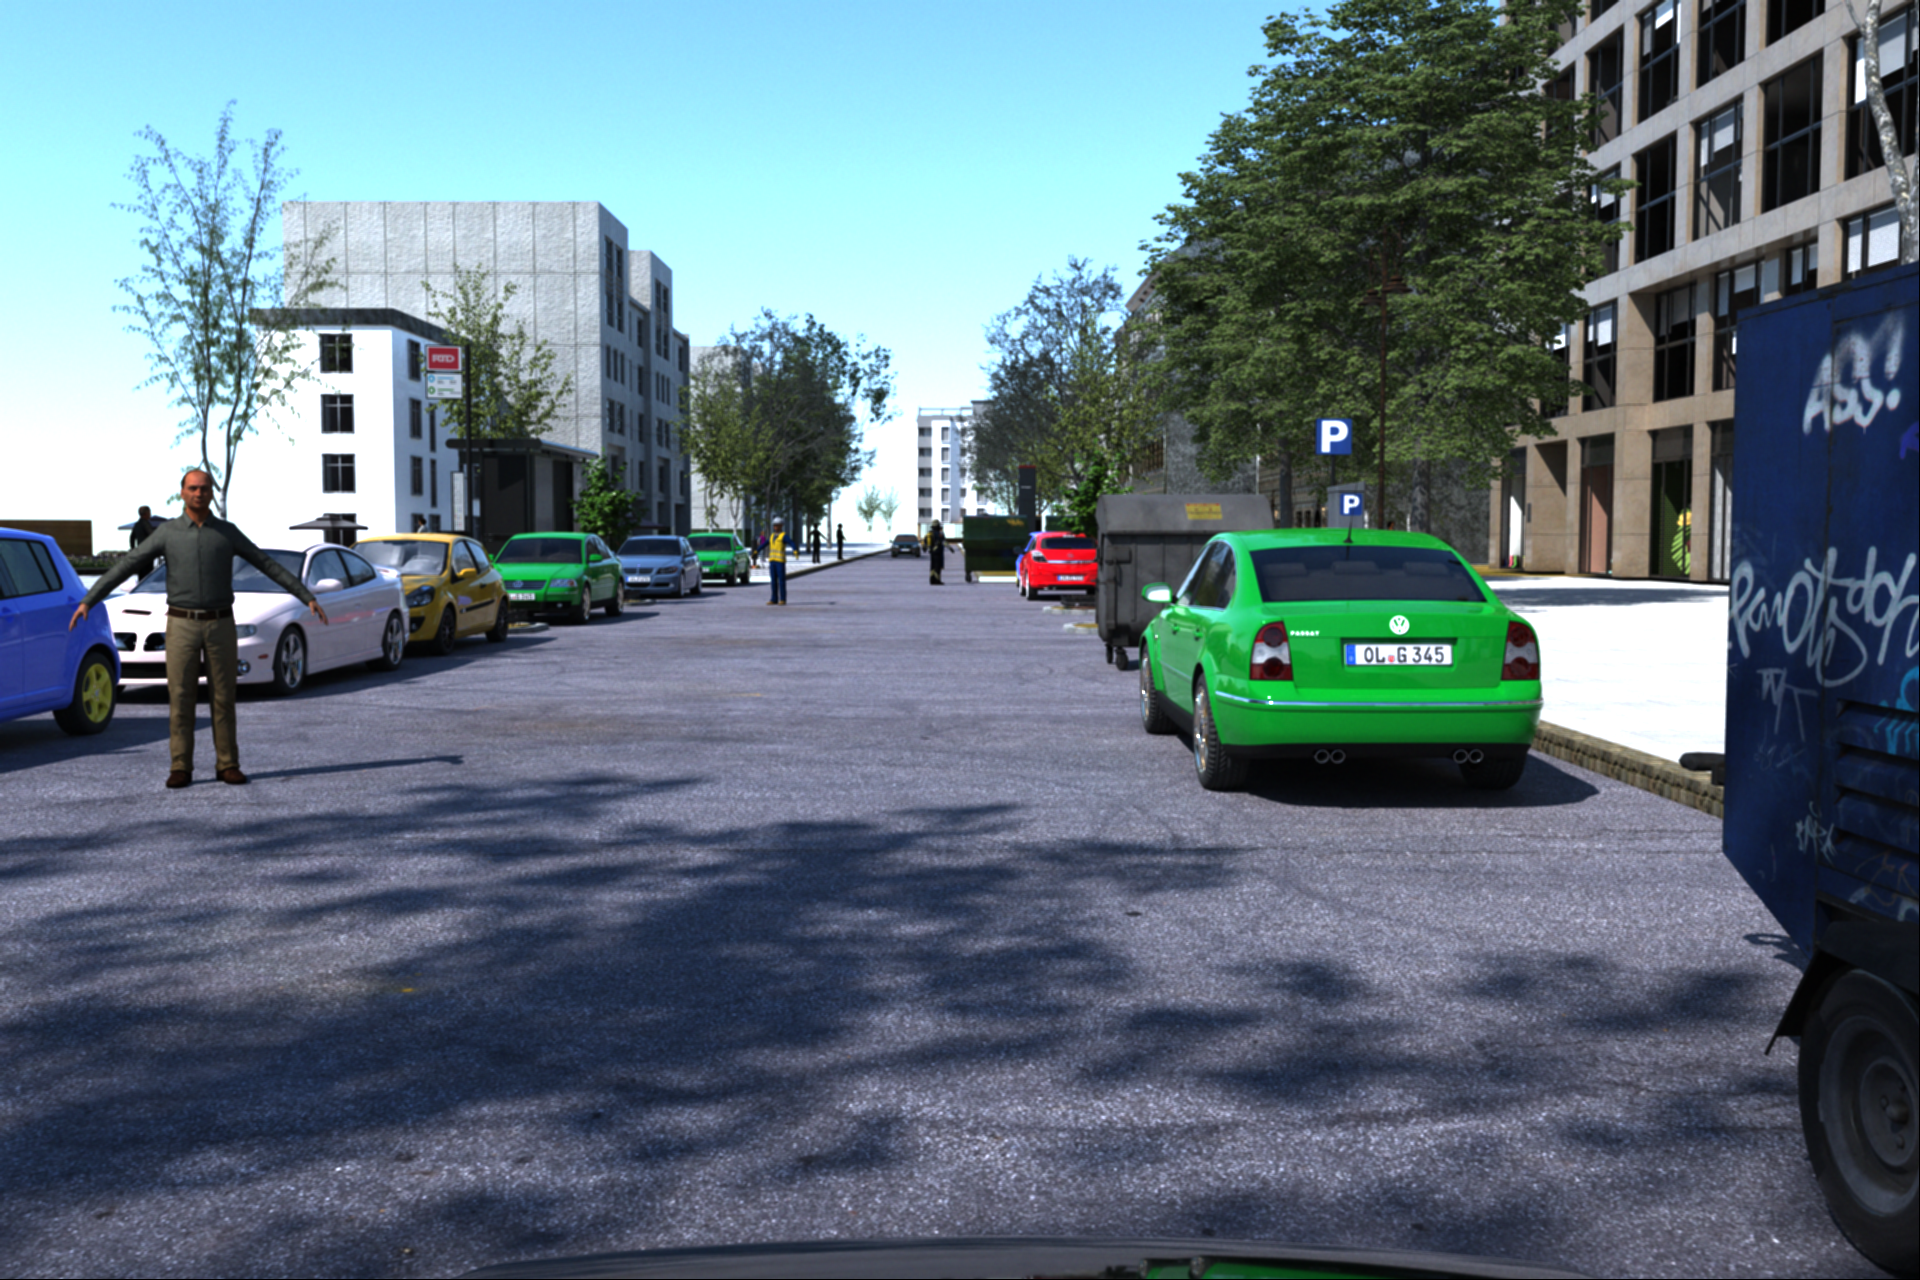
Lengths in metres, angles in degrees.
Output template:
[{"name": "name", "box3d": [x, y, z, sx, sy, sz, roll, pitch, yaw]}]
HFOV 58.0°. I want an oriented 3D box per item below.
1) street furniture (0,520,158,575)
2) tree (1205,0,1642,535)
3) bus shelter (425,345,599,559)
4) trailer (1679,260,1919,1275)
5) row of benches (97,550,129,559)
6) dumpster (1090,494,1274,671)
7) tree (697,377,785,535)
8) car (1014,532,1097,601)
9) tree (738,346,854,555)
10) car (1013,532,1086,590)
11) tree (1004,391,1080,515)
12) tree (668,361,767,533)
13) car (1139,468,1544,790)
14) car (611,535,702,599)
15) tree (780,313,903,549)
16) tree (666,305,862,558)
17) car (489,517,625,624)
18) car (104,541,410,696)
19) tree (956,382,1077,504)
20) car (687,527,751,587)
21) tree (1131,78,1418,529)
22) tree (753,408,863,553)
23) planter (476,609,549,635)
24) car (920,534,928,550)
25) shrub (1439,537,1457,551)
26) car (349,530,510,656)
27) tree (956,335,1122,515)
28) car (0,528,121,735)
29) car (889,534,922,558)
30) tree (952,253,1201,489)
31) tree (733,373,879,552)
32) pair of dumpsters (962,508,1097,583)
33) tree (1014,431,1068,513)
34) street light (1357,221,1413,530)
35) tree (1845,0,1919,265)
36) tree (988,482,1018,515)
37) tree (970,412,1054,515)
[{"name": "street furniture", "box3d": [-29.233, -2.937, 54.880, 11.010, 1.723, 9.812, -3, 5, -44]}, {"name": "tree", "box3d": [8.421, -6.954, 31.824, 7.486, 12.596, 7.792, 0, 3, 0]}, {"name": "bus shelter", "box3d": [-10.232, -3.783, 39.477, 2.179, 5.291, 8.768, 0, 3, 0]}, {"name": "trailer", "box3d": [2.474, 0.201, 3.756, 1.471, 1.999, 3.904, 0, 4, -1]}, {"name": "row of benches", "box3d": [-32.148, -3.090, 65.987, 1.422, 0.672, 4.104, -3, 4, -36]}, {"name": "dumpster", "box3d": [2.379, -0.637, 18.632, 1.865, 1.857, 1.264, 0, 4, -2]}, {"name": "tree", "box3d": [-10.452, -7.994, 81.068, 4.737, 8.622, 4.395, 0, 3, 0]}, {"name": "car", "box3d": [2.299, -1.819, 38.778, 2.155, 1.783, 4.494, 0, 4, -1]}, {"name": "tree", "box3d": [-10.081, -11.415, 104.760, 7.486, 12.596, 7.792, 0, 3, 0]}, {"name": "car", "box3d": [2.383, -2.205, 45.638, 1.945, 1.707, 3.694, 0, 4, -2]}, {"name": "tree", "box3d": [4.540, -8.305, 86.155, 4.737, 8.622, 4.395, 0, 3, 0]}, {"name": "tree", "box3d": [-10.551, -7.605, 74.696, 4.737, 8.622, 4.395, 0, 3, 0]}, {"name": "car", "box3d": [2.216, -0.140, 11.078, 1.959, 1.807, 4.718, 0, 4, -1]}, {"name": "car", "box3d": [-7.028, -1.707, 39.918, 2.014, 1.417, 4.499, 0, 4, 0]}, {"name": "tree", "box3d": [-10.948, -17.811, 147.092, 12.611, 20.169, 13.585, 0, 3, 0]}, {"name": "tree", "box3d": [-10.153, -11.115, 92.106, 12.009, 13.543, 11.850, 0, 3, 0]}, {"name": "car", "box3d": [-6.800, -1.227, 28.865, 1.959, 1.807, 4.718, 0, 4, 0]}, {"name": "car", "box3d": [-6.826, -0.271, 16.795, 2.083, 1.381, 4.827, 0, 3, 0]}, {"name": "tree", "box3d": [4.667, -13.673, 133.918, 12.009, 13.543, 11.850, 0, 3, 0]}, {"name": "car", "box3d": [-6.959, -2.428, 48.488, 1.959, 1.807, 4.718, 0, 4, 0]}, {"name": "tree", "box3d": [7.930, -7.706, 44.128, 7.486, 12.596, 7.792, 0, 3, 0]}, {"name": "tree", "box3d": [-10.142, -11.010, 114.432, 8.767, 10.594, 7.601, 1, 4, 15]}, {"name": "planter", "box3d": [-7.168, -0.267, 25.511, 1.991, 0.319, 1.994, 0, 4, 0]}, {"name": "car", "box3d": [-2.539, -8.817, 154.380, 2.015, 1.641, 3.980, 0, 4, 0]}, {"name": "shrub", "box3d": [16.148, -2.867, 57.993, 1.383, 1.207, 1.383, 0, 3, 0]}, {"name": "car", "box3d": [-6.884, -0.696, 21.611, 2.015, 1.641, 3.980, 0, 4, -1]}, {"name": "tree", "box3d": [5.009, -11.971, 106.093, 12.009, 13.543, 11.850, 0, 3, 0]}, {"name": "car", "box3d": [-6.990, -0.093, 11.104, 1.945, 1.707, 3.694, 0, 4, -1]}, {"name": "car", "box3d": [-3.293, -5.876, 105.852, 2.009, 1.686, 4.222, 0, 3, 0]}, {"name": "tree", "box3d": [5.279, -10.079, 75.155, 12.009, 13.543, 11.850, 0, 3, 0]}, {"name": "tree", "box3d": [-10.999, -13.156, 125.477, 12.009, 13.543, 11.850, 0, 3, 0]}, {"name": "pair of dumpsters", "box3d": [2.266, -2.850, 51.542, 4.436, 2.255, 1.574, 0, 4, -1]}, {"name": "tree", "box3d": [5.115, -10.071, 115.022, 4.737, 8.622, 4.395, 0, 3, 0]}, {"name": "street light", "box3d": [6.345, -3.256, 26.021, 0.468, 5.910, 1.993, 0, 4, -1]}, {"name": "tree", "box3d": [10.014, -9.718, 14.784, 12.611, 20.169, 13.585, 0, 3, 0]}, {"name": "tree", "box3d": [4.462, -12.569, 155.860, 4.360, 8.622, 3.978, 0, 3, 0]}, {"name": "tree", "box3d": [4.484, -13.481, 146.172, 9.928, 11.665, 9.643, 0, 3, 0]}]
